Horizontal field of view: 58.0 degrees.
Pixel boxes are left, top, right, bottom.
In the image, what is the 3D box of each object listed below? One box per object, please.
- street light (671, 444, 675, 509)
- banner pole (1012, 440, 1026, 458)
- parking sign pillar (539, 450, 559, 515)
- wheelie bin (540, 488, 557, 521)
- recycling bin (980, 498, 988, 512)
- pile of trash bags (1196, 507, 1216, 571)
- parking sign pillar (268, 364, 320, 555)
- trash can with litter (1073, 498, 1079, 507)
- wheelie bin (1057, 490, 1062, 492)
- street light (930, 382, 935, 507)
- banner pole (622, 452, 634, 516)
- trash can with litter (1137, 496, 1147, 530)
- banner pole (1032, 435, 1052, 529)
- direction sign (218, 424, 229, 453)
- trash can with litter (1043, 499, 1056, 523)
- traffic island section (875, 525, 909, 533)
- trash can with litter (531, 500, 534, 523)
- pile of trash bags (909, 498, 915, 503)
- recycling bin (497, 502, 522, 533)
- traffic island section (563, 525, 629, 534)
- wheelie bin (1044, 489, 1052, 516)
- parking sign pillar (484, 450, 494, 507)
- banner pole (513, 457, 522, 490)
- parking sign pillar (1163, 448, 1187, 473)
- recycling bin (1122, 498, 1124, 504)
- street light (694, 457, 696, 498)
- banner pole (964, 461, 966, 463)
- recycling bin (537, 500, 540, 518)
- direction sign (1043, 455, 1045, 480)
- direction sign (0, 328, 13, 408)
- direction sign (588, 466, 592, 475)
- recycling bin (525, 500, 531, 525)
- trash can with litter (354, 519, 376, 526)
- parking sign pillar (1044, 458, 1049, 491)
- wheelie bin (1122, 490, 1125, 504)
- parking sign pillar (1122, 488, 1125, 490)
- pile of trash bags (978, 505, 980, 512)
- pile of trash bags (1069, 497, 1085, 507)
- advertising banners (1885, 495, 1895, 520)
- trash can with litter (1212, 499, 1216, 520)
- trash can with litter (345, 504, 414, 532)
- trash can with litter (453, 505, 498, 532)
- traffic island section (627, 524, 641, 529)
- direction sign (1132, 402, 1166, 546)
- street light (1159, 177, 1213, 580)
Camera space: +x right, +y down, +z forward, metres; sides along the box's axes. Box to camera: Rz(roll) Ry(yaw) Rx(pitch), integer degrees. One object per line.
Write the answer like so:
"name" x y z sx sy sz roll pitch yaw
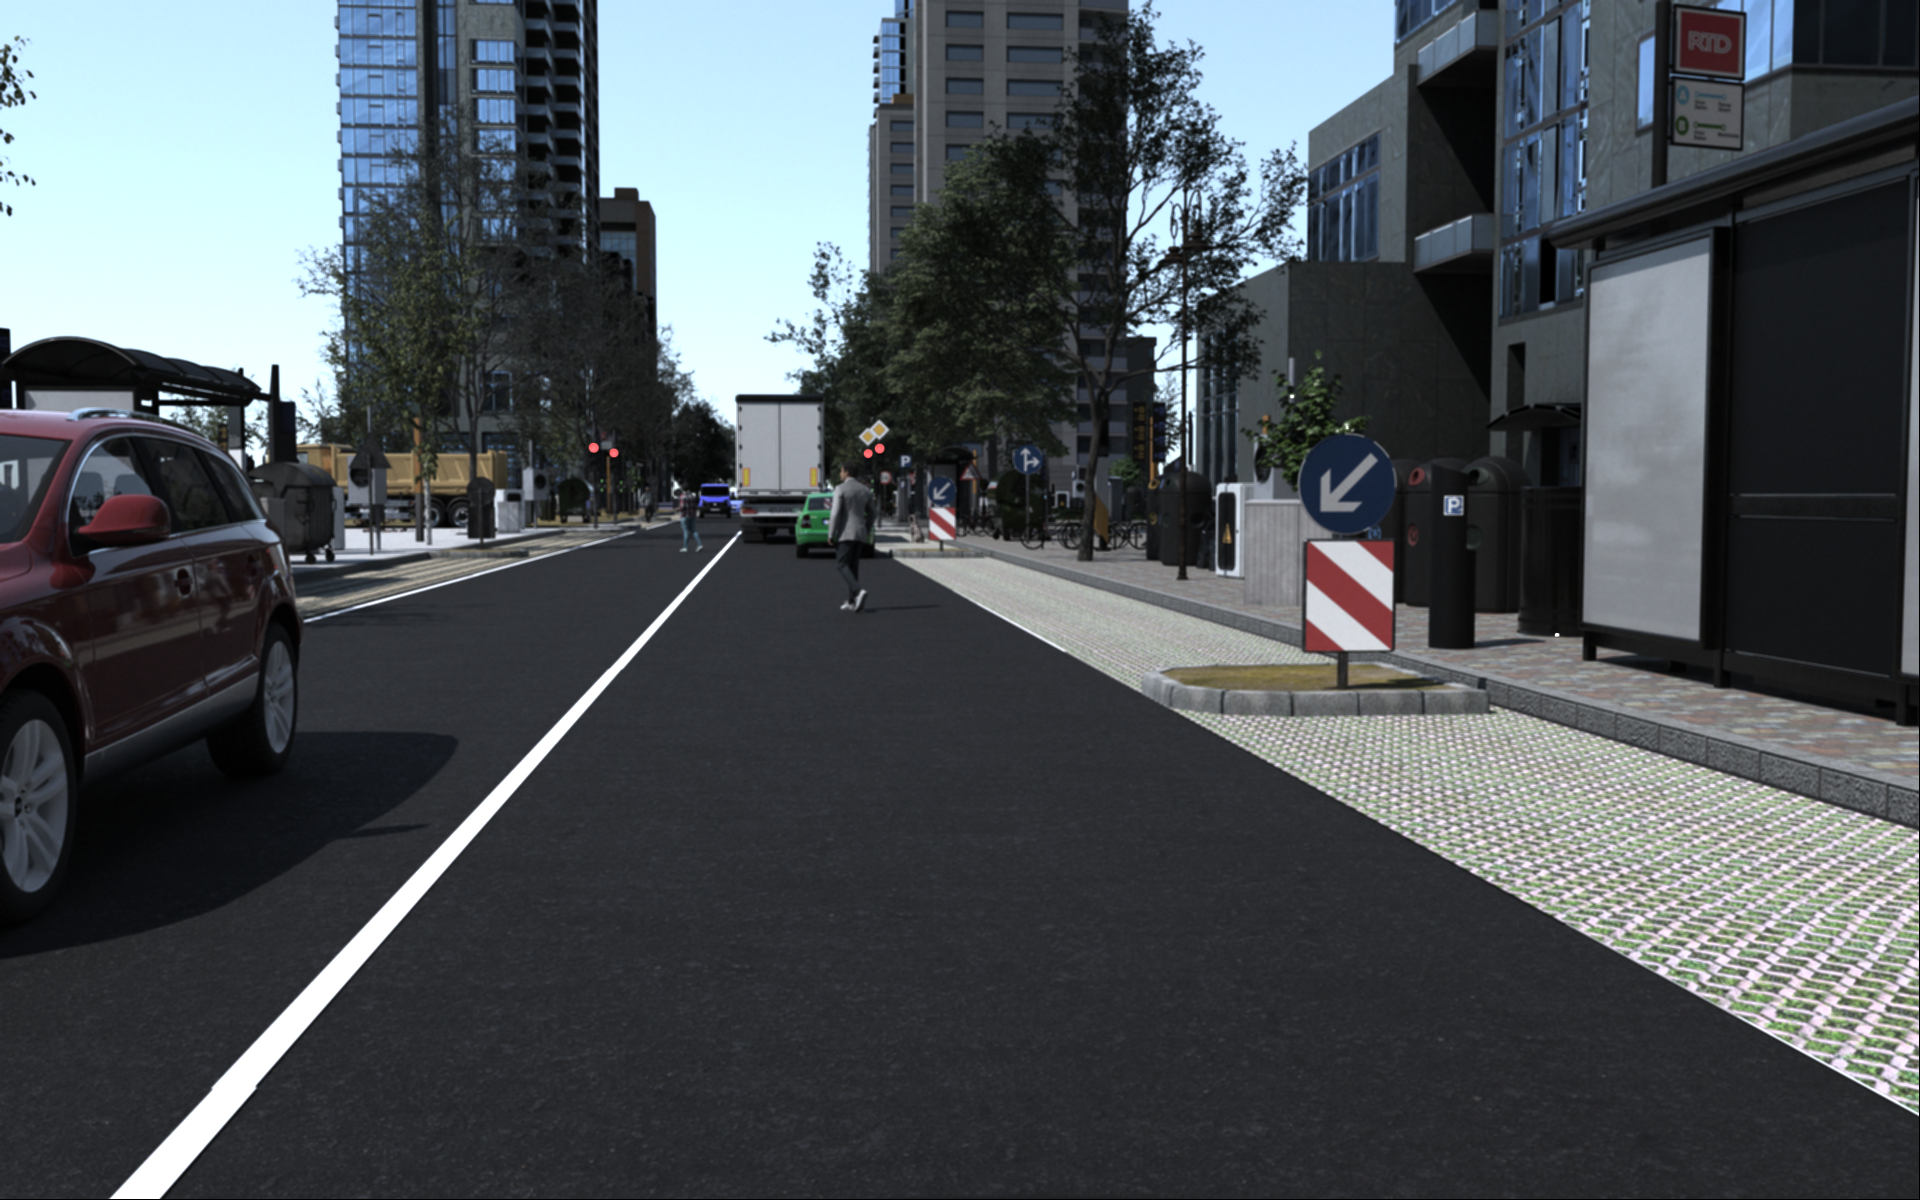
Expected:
"street light" -24.641 -10.775 148.950 0.468 5.910 1.993 0 4 -6
"banner pole" 2.796 -5.535 80.518 0.863 3.779 0.401 0 4 5
"parking sign pillar" -25.274 -7.188 106.001 1.447 3.967 1.447 1 4 8
"wheelie bin" -19.852 -4.624 83.508 0.693 1.594 0.980 -3 5 -43
"recycling bin" 1.795 -6.591 120.318 0.722 1.027 0.722 1 4 17
"pile of trash bags" 5.737 -1.199 29.361 3.447 1.369 1.912 1 4 9
"parking sign pillar" -14.368 -2.950 36.697 1.447 3.967 1.447 -2 4 -26
"trash can with litter" 7.470 -6.491 117.183 2.233 1.210 1.678 -1 4 -10
"wheelie bin" 7.579 -7.571 131.693 0.693 1.594 0.980 -1 4 -16
"street light" -1.025 -5.632 64.868 0.468 5.910 1.993 0 4 -6
"banner pole" -21.090 -7.319 109.685 0.863 3.779 0.401 -2 4 -26
"trash can with litter" 7.337 -3.202 63.404 2.233 1.210 1.678 0 4 0
"banner pole" 2.962 -4.459 62.919 0.863 3.779 0.401 -2 4 -27
"direction sign" -23.509 -3.907 55.876 0.876 3.537 0.379 1 4 12
"trash can with litter" 3.719 -3.968 76.264 0.624 1.170 1.055 3 5 43
"traffic island section" -3.007 -2.621 65.137 2.009 0.180 2.903 0 4 -6
"trash can with litter" -19.214 -4.006 76.878 0.624 1.170 1.055 -3 4 -37
"pile of trash bags" -4.575 -7.848 138.062 3.447 1.369 1.912 0 4 -3
"recycling bin" -14.960 -2.749 57.496 0.722 1.027 0.722 -1 4 -10
"traffic island section" -13.490 -2.553 64.026 2.009 0.180 2.903 0 4 -6
"wheelie bin" 5.092 -5.774 102.316 0.693 1.594 0.980 -1 4 -16
"parking sign pillar" -29.125 -7.292 107.701 1.447 3.967 1.447 0 4 7
"banner pole" -29.825 -7.742 116.605 0.401 3.779 0.863 3 4 37
"parking sign pillar" 12.759 -6.831 100.163 1.447 3.967 1.447 1 4 20
"recycling bin" 11.359 -6.850 124.556 0.722 1.027 0.722 1 4 17
"street light" -28.827 -13.205 188.684 0.468 5.910 1.993 0 4 -6
"banner pole" -0.247 -6.404 94.728 0.401 3.779 0.863 3 5 41
"recycling bin" -23.406 -5.013 94.517 0.722 1.027 0.722 2 4 30
"direction sign" 4.496 -6.553 99.144 0.876 3.537 0.379 -2 4 -28
"direction sign" -13.105 -1.919 23.372 0.379 3.537 0.876 1 4 13
"direction sign" -29.539 -8.945 138.245 0.876 3.537 0.379 1 4 9
"recycling bin" -18.374 -3.649 72.222 0.722 1.027 0.722 3 5 39
"trash can with litter" -24.069 -3.606 70.352 0.624 1.170 1.055 1 4 21
"parking sign pillar" 6.263 -8.658 130.026 1.447 3.967 1.447 -1 4 -18
"wheelie bin" 12.140 -7.443 129.601 0.980 1.594 0.693 0 4 -1
"parking sign pillar" 13.567 -9.129 137.728 1.447 3.967 1.447 -1 4 -9
"pile of trash bags" 2.841 -7.238 128.096 1.912 1.369 3.447 2 4 31
"pile of trash bags" 8.681 -6.818 121.228 1.912 1.369 3.447 -1 4 -19
"advertising banners" 8.200 -1.106 14.266 0.090 3.025 2.074 0 4 -3
"trash can with litter" 5.357 -1.495 35.831 0.624 1.170 1.055 1 4 11
"trash can with litter" -19.406 -2.926 58.899 1.678 1.210 2.233 3 4 37
"trash can with litter" -16.315 -2.955 59.378 1.678 1.210 2.233 -3 5 -43
"traffic island section" -14.338 -3.039 71.966 2.009 0.180 2.903 0 4 -6
"direction sign" 4.655 -3.101 42.698 0.876 3.537 0.379 -1 4 -17
"street light" 3.326 -3.237 25.710 0.468 5.910 1.993 0 4 -6
